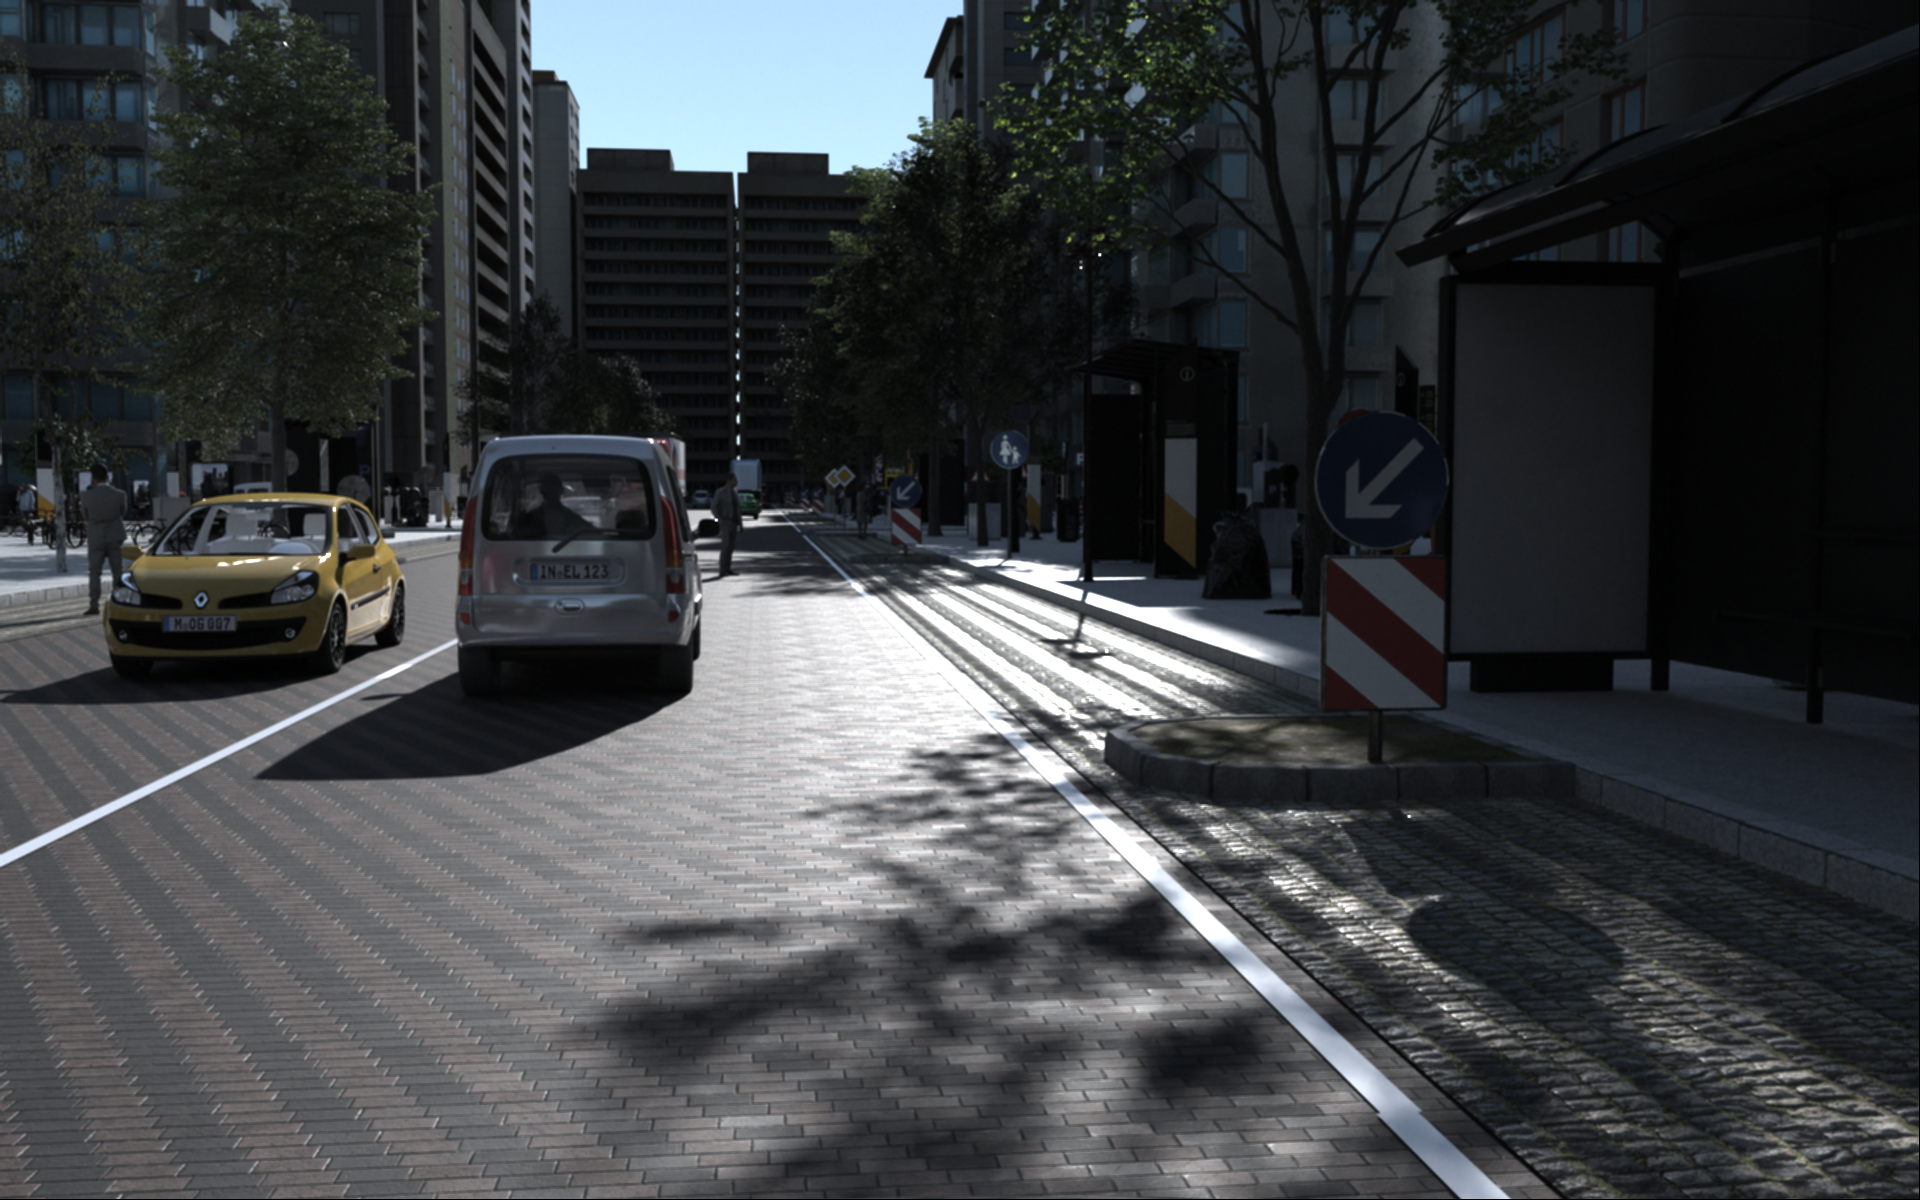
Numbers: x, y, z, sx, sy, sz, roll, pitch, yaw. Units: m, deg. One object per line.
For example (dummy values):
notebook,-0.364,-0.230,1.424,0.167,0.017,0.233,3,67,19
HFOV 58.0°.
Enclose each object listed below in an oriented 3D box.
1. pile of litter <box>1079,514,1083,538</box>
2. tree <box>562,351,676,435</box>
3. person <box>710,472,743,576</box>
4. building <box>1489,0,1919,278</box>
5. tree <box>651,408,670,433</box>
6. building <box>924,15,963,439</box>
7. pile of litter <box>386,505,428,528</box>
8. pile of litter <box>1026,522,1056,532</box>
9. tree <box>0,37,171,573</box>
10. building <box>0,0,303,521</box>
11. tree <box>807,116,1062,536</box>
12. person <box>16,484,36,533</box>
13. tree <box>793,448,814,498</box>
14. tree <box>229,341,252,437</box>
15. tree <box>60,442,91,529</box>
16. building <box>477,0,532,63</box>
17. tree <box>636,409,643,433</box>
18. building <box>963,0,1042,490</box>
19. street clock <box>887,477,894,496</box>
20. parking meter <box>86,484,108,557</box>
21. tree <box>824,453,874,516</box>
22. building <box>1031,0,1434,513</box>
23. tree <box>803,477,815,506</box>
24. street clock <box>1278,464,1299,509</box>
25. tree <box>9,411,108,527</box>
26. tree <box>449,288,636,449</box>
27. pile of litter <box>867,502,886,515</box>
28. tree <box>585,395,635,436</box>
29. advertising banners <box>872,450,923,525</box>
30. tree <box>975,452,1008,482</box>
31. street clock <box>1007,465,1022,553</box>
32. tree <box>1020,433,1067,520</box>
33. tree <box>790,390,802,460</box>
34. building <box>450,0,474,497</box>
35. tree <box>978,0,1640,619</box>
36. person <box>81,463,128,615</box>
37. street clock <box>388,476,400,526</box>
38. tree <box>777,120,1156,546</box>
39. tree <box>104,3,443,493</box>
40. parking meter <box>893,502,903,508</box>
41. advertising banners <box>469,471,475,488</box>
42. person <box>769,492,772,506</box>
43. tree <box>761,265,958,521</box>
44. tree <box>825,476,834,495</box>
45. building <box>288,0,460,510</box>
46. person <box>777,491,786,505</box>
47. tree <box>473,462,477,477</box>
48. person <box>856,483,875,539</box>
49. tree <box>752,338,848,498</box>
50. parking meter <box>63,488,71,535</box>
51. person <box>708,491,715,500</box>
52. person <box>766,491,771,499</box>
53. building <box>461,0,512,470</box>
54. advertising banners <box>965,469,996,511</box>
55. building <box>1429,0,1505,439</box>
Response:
pile of litter,4.019,-2.237,50.539,1.176,0.858,1.719,-1,4,-18
tree,-27.581,-13.615,139.619,9.611,12.733,9.660,0,3,0
person,-4.076,-1.335,30.432,0.391,1.810,0.635,2,4,27
building,28.742,-11.360,30.777,27.650,21.520,28.899,0,4,-7
tree,-35.672,-17.410,210.416,9.928,11.665,9.643,0,3,0
building,11.624,-36.822,191.270,28.713,52.752,27.495,0,4,-7
pile of litter,-21.312,-3.228,66.744,1.719,0.858,1.176,-2,4,-34
pile of litter,2.494,-2.771,59.263,1.719,0.858,1.176,0,4,-7
tree,-14.643,-4.737,27.805,4.360,8.622,3.978,0,3,0
building,-49.355,-28.959,93.091,23.786,49.044,30.456,0,4,-7
tree,-0.652,-8.201,52.208,7.486,12.596,7.792,0,3,0
person,-32.255,-3.129,59.917,0.793,1.790,0.793,-2,4,-31
tree,-15.932,-14.245,183.266,4.737,8.622,4.395,0,3,0
tree,-33.655,-7.749,77.056,4.360,8.622,3.978,0,3,0
tree,-33.328,-4.291,64.759,1.663,3.219,1.824,0,3,0
building,-60.829,-39.443,186.897,28.212,58.520,21.231,0,4,-7
tree,-23.203,-10.561,107.078,8.767,10.594,7.601,2,4,24
building,10.837,-37.983,163.020,21.231,58.520,28.212,0,4,-7
street clock,-2.965,-4.272,74.410,0.358,2.002,0.471,1,4,15
parking meter,-17.450,-1.629,35.051,0.372,1.533,0.369,0,3,0
tree,-6.334,-7.229,101.900,4.285,4.588,4.351,0,3,0
building,17.502,-31.121,128.436,23.786,49.044,30.456,0,4,-7
tree,-16.292,-11.783,187.253,1.663,3.219,1.824,0,3,0
street clock,8.031,-2.313,42.387,0.471,2.002,0.358,-2,4,-28
tree,-35.386,-5.159,68.055,4.285,4.588,4.351,0,3,0
tree,-19.457,-8.781,77.984,7.601,10.594,8.767,0,4,1
pile of litter,-5.431,-5.604,105.590,1.176,0.858,1.719,3,4,36
tree,-25.233,-10.586,123.446,4.360,8.622,3.978,0,3,0
advertising banners,-2.478,-4.435,68.698,2.074,3.025,0.090,-1,4,-19
tree,1.209,-5.045,77.089,1.663,3.219,1.824,0,3,0
street clock,1.196,-2.043,37.978,0.358,2.002,0.471,-1,4,-14
tree,3.659,-6.225,85.486,4.285,4.588,4.351,0,3,0
tree,-8.798,-12.780,127.083,7.486,12.596,7.792,0,3,0
building,-48.891,-30.196,143.807,14.600,45.320,14.200,0,4,-7
tree,3.827,-5.652,18.168,9.928,11.665,9.643,0,3,0
person,-10.191,-0.730,20.624,0.511,1.800,0.466,-3,5,-43
street clock,-22.541,-3.942,69.022,0.358,2.002,0.471,1,4,18
tree,0.625,-6.617,42.604,8.767,10.594,7.601,0,4,6
tree,-15.690,-7.496,40.682,7.486,12.596,7.792,0,3,0
parking meter,-4.775,-7.647,133.443,0.372,1.533,0.369,0,3,0
advertising banners,-36.746,-8.367,132.991,2.074,3.025,0.090,1,4,10
person,-23.875,-12.676,216.427,0.721,1.739,1.217,3,4,36
tree,-4.869,-10.227,84.217,9.611,12.733,9.660,0,3,0
tree,-10.050,-11.290,134.959,4.360,8.622,3.978,0,3,0
building,-46.131,-27.277,129.570,14.154,41.232,14.086,0,4,-7
person,-20.645,-11.765,200.787,1.348,1.831,0.705,-3,5,-41
tree,-34.840,-8.909,129.374,4.285,4.588,4.351,0,3,0
person,-2.959,-2.787,54.433,0.532,1.782,0.716,-1,4,-20
tree,-18.258,-21.371,205.297,12.611,20.169,13.585,0,3,0
parking meter,-28.154,-2.811,54.374,0.372,1.533,0.369,0,3,0
person,-24.626,-10.041,173.394,1.217,1.735,0.721,-2,4,-28
person,-19.497,-10.225,176.194,0.721,1.766,1.217,1,4,11
building,-54.310,-32.867,161.072,21.300,48.544,21.600,0,4,-7
advertising banners,1.230,-6.711,105.912,2.074,3.025,0.090,1,4,17
building,23.751,-28.878,91.762,30.456,49.044,23.786,0,4,-7
